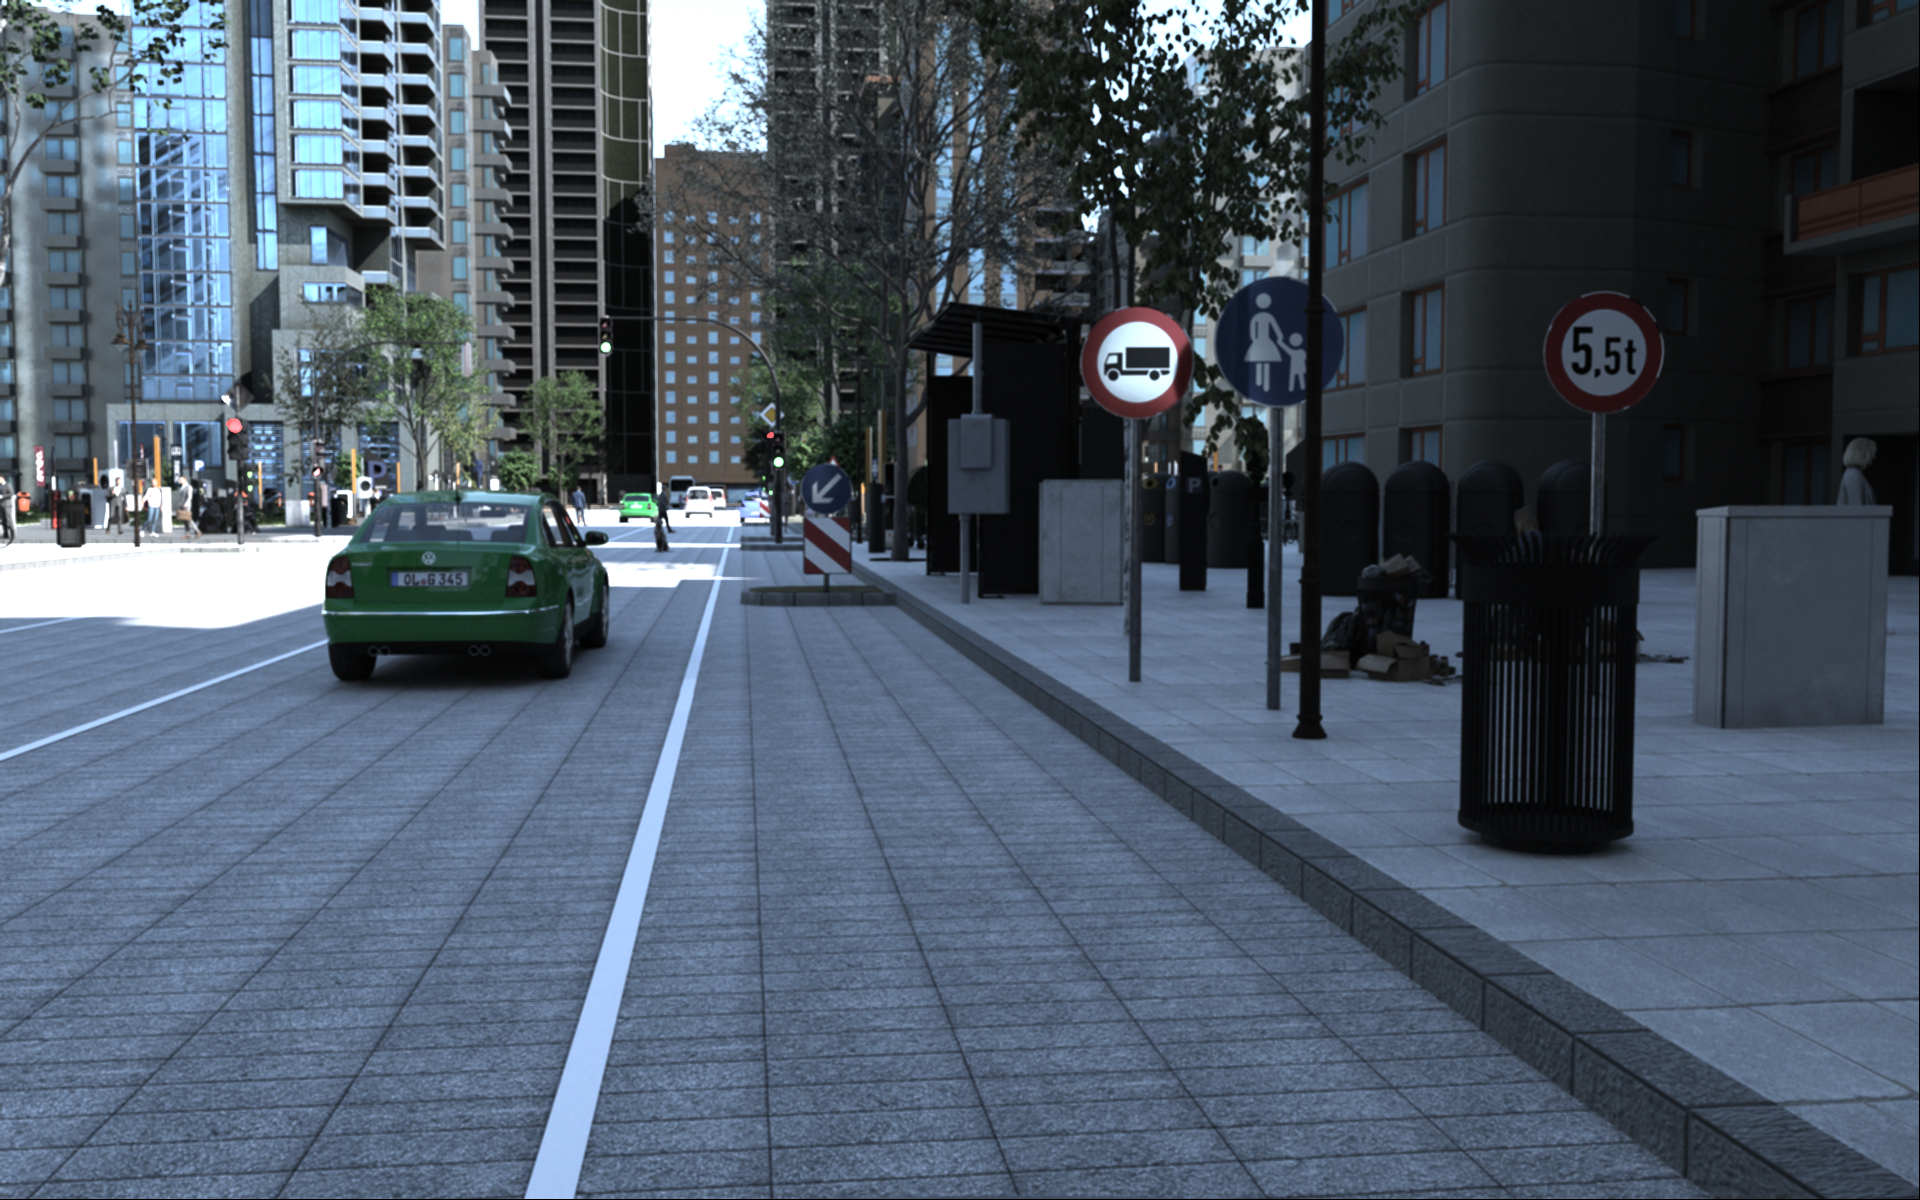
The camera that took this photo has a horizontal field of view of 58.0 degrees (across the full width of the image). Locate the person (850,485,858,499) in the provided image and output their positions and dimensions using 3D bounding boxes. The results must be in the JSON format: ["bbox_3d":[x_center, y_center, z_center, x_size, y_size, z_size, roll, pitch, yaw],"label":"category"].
[{"bbox_3d":[-6.139,-5.679,98.873,0.794,1.824,0.713,3,5,39],"label":"person"}]

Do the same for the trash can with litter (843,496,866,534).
[{"bbox_3d":[-3.265,-2.735,55.768,2.233,1.210,1.678,3,5,44],"label":"trash can with litter"}]

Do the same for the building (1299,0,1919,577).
[{"bbox_3d":[22.926,-10.984,24.624,27.650,21.520,28.899,0,4,-7],"label":"building"}]

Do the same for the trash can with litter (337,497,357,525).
[{"bbox_3d":[-25.486,-3.684,71.614,0.624,1.170,1.055,1,4,18],"label":"trash can with litter"}]

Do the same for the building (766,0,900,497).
[{"bbox_3d":[-15.144,-48.417,229.871,20.611,71.187,20.563,0,4,-7],"label":"building"}]

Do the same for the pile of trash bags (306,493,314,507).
[{"bbox_3d":[-42.193,-6.440,115.050,3.447,1.369,1.912,2,4,32],"label":"pile of trash bags"}]

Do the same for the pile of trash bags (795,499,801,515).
[{"bbox_3d":[-10.266,-6.021,108.189,1.912,1.369,3.447,1,4,15],"label":"pile of trash bags"}]

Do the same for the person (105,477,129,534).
[{"bbox_3d":[-27.161,-3.044,55.776,0.822,1.834,0.622,3,5,44],"label":"person"}]

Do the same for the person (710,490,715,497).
[{"bbox_3d":[-19.113,-7.520,132.178,1.217,1.743,0.721,-3,4,-38],"label":"person"}]

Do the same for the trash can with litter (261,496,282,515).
[{"bbox_3d":[-33.564,-4.453,84.195,0.624,1.170,1.055,2,4,25],"label":"trash can with litter"}]

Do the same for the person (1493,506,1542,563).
[{"bbox_3d":[5.784,-0.406,18.182,0.738,1.151,1.012,3,5,41],"label":"person"}]

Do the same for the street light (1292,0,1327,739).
[{"bbox_3d":[1.845,-2.213,8.963,0.468,5.910,1.993,0,4,-7],"label":"street light"}]

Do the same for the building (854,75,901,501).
[{"bbox_3d":[0.396,-32.228,181.550,22.147,44.769,28.867,0,4,-7],"label":"building"}]

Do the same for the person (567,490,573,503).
[{"bbox_3d":[-44.540,-11.746,198.618,1.217,1.766,0.721,0,4,5],"label":"person"}]

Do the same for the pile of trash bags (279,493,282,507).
[{"bbox_3d":[-42.639,-5.783,104.304,3.447,1.369,1.912,-3,4,-36],"label":"pile of trash bags"}]

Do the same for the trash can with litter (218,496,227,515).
[{"bbox_3d":[-35.837,-4.479,84.612,0.624,1.170,1.055,-3,5,-45],"label":"trash can with litter"}]

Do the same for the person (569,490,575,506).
[{"bbox_3d":[-41.287,-10.899,184.954,1.217,1.735,0.721,-3,5,-44],"label":"person"}]

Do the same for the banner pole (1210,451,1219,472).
[{"bbox_3d":[14.675,-6.721,99.904,0.401,3.779,0.863,-3,4,-37],"label":"banner pole"}]

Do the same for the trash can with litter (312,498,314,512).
[{"bbox_3d":[-32.957,-4.728,88.689,0.624,1.170,1.055,-2,4,-29],"label":"trash can with litter"}]

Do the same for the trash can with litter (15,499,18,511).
[{"bbox_3d":[-53.702,-5.302,98.069,1.055,1.170,0.624,-2,4,-28],"label":"trash can with litter"}]

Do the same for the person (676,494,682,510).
[{"bbox_3d":[-26.010,-9.118,160.809,0.991,1.433,0.599,3,5,40],"label":"person"}]

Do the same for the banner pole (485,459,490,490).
[{"bbox_3d":[-33.750,-8.197,124.039,0.863,3.779,0.401,2,4,31],"label":"banner pole"}]

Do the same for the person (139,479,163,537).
[{"bbox_3d":[-24.453,-2.778,52.141,0.598,1.740,0.731,0,4,7],"label":"person"}]

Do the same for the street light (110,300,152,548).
[{"bbox_3d":[-19.769,-4.199,41.443,0.468,5.910,1.993,0,4,-7],"label":"street light"}]

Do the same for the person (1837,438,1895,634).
[{"bbox_3d":[8.290,-0.602,16.068,0.728,1.800,0.709,2,4,28],"label":"person"}]

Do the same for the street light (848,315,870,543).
[{"bbox_3d":[-2.613,-4.409,44.878,0.468,5.910,1.993,0,4,-7],"label":"street light"}]

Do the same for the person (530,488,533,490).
[{"bbox_3d":[-37.037,-8.778,149.432,0.599,1.838,0.709,-3,5,-39],"label":"person"}]

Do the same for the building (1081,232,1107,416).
[{"bbox_3d":[6.326,-33.499,239.584,23.993,40.220,32.217,0,4,-7],"label":"building"}]

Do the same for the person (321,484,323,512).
[{"bbox_3d":[-31.703,-4.879,86.239,0.534,1.772,0.576,-2,4,-28],"label":"person"}]

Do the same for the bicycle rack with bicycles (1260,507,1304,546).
[{"bbox_3d":[8.642,-2.013,46.298,2.925,0.926,2.852,-3,5,-44],"label":"bicycle rack with bicycles"}]

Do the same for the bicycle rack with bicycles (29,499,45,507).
[{"bbox_3d":[-64.530,-6.556,120.567,2.852,0.926,2.925,1,4,16],"label":"bicycle rack with bicycles"}]

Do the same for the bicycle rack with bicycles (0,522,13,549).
[{"bbox_3d":[-23.528,-1.628,39.996,2.925,0.926,2.852,-2,4,-28],"label":"bicycle rack with bicycles"}]

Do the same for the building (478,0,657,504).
[{"bbox_3d":[-50.680,-48.172,225.862,20.611,71.187,20.563,0,4,-7],"label":"building"}]

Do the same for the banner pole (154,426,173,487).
[{"bbox_3d":[-29.608,-4.527,64.029,0.863,3.779,0.401,3,5,45],"label":"banner pole"}]

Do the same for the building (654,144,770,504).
[{"bbox_3d":[-32.014,-35.182,225.333,14.200,45.320,14.600,0,4,-7],"label":"building"}]

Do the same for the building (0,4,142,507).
[{"bbox_3d":[-92.222,-33.846,172.995,30.456,49.044,23.786,0,4,-7],"label":"building"}]

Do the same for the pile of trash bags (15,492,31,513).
[{"bbox_3d":[-44.517,-4.262,79.439,3.447,1.369,1.912,-3,5,-43],"label":"pile of trash bags"}]

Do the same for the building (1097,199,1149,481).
[{"bbox_3d":[26.408,-33.571,232.487,14.086,41.232,14.154,0,4,-7],"label":"building"}]

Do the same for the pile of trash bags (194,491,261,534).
[{"bbox_3d":[-24.026,-2.897,57.119,1.912,1.369,3.447,-1,4,-12],"label":"pile of trash bags"}]

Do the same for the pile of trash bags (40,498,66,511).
[{"bbox_3d":[-53.450,-5.754,103.829,1.912,1.369,3.447,1,4,10],"label":"pile of trash bags"}]

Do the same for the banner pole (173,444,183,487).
[{"bbox_3d":[-34.660,-5.278,76.313,0.863,3.779,0.401,-1,4,-17],"label":"banner pole"}]

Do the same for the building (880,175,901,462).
[{"bbox_3d":[-0.513,-23.760,160.182,14.160,30.474,14.107,0,4,-7],"label":"building"}]

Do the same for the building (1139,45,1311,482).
[{"bbox_3d":[35.492,-34.800,188.585,30.456,49.044,23.786,0,4,-7],"label":"building"}]

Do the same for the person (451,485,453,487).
[{"bbox_3d":[-32.182,-6.371,110.173,0.622,1.834,0.822,3,5,43],"label":"person"}]

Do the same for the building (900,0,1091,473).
[{"bbox_3d":[2.547,-30.292,145.386,14.600,45.320,14.200,0,4,-7],"label":"building"}]

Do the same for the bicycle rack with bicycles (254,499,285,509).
[{"bbox_3d":[-46.730,-6.283,116.109,2.852,0.926,2.925,1,4,21],"label":"bicycle rack with bicycles"}]

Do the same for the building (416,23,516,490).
[{"bbox_3d":[-61.618,-34.042,176.202,30.456,49.044,23.786,0,4,-7],"label":"building"}]

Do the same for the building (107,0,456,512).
[{"bbox_3d":[-52.432,-50.390,136.547,22.319,86.520,31.000,0,4,-7],"label":"building"}]
